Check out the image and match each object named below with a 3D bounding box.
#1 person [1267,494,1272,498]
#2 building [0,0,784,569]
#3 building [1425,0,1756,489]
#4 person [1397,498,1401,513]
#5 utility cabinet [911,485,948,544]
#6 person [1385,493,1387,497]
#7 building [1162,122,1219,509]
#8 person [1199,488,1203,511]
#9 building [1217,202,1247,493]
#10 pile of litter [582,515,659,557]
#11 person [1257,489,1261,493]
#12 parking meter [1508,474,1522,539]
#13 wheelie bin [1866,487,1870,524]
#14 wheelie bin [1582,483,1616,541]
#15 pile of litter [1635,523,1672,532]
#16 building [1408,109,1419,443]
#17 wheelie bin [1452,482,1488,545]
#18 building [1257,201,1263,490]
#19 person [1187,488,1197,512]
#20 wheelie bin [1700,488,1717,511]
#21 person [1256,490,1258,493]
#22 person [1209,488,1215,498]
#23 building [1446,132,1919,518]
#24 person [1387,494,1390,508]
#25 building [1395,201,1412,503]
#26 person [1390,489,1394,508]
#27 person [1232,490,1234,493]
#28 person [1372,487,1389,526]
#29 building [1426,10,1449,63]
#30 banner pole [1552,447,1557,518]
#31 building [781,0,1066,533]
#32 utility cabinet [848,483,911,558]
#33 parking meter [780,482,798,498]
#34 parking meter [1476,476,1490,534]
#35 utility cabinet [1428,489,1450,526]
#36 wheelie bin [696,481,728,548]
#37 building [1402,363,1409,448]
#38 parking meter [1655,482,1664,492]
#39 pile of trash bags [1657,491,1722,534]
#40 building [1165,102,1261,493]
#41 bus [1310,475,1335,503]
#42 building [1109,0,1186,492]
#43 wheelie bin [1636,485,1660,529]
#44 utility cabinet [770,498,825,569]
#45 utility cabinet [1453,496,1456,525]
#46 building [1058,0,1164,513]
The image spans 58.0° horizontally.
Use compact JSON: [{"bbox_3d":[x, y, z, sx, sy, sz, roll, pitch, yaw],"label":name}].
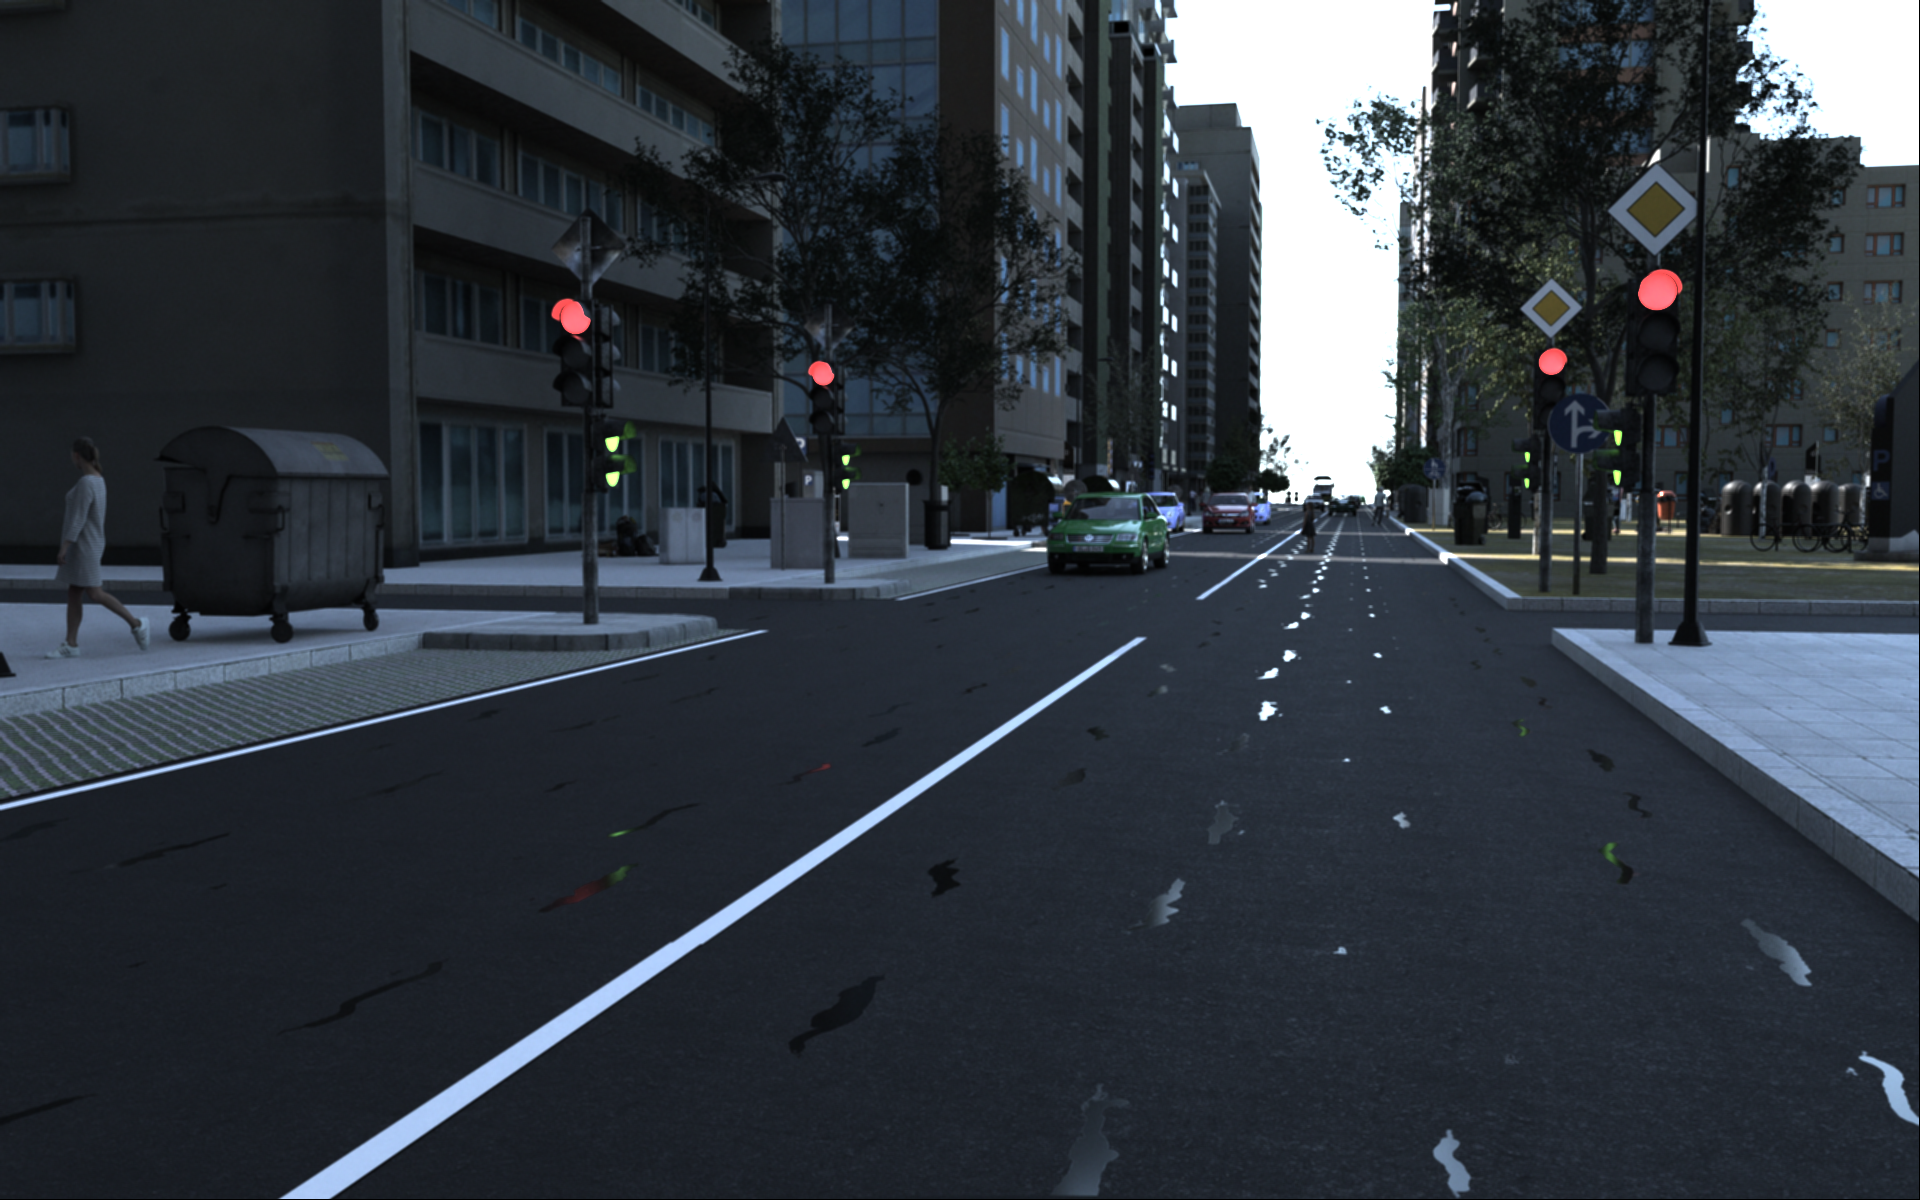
[{"bbox_3d":[44.669,-14.966,251.560,1.217,1.723,0.721,2,4,30],"label":"person"},{"bbox_3d":[-17.799,-25.514,40.859,21.300,48.544,21.600,1,4,13],"label":"building"},{"bbox_3d":[48.219,-29.386,135.078,22.147,44.769,28.867,1,4,13],"label":"building"},{"bbox_3d":[27.713,-6.057,108.296,0.599,1.433,0.991,-3,5,-41],"label":"person"},{"bbox_3d":[-0.851,-2.168,44.122,1.173,1.500,0.318,3,4,36],"label":"utility cabinet"},{"bbox_3d":[48.535,-11.542,197.944,0.628,1.438,0.799,1,4,22],"label":"person"},{"bbox_3d":[6.251,-28.573,159.042,32.217,40.220,23.993,1,4,13],"label":"building"},{"bbox_3d":[18.947,-7.848,135.073,0.721,1.743,1.217,2,4,26],"label":"person"},{"bbox_3d":[16.429,-30.977,198.348,32.217,40.220,23.993,1,4,13],"label":"building"},{"bbox_3d":[-6.978,-1.325,35.636,1.719,0.858,1.176,-1,4,-17],"label":"pile of litter"},{"bbox_3d":[32.935,-11.285,190.686,1.348,1.807,0.705,-2,4,-26],"label":"person"},{"bbox_3d":[15.927,-2.692,49.720,0.255,1.863,0.399,0,4,-4],"label":"parking meter"},{"bbox_3d":[38.450,-3.999,73.285,0.980,1.594,0.693,0,4,-3],"label":"wheelie bin"},{"bbox_3d":[17.591,-2.436,47.734,0.693,1.594,0.980,-1,4,-23],"label":"wheelie bin"},{"bbox_3d":[23.581,-2.744,58.826,1.176,0.858,1.719,1,4,16],"label":"pile of litter"},{"bbox_3d":[55.968,-32.724,185.150,14.600,45.320,14.200,1,4,13],"label":"building"},{"bbox_3d":[12.874,-2.190,43.716,0.693,1.594,0.980,-3,4,-38],"label":"wheelie bin"},{"bbox_3d":[33.792,-33.833,236.767,14.154,41.232,14.086,1,4,13],"label":"building"},{"bbox_3d":[16.804,-7.246,125.460,0.756,1.711,0.436,0,4,-1],"label":"person"},{"bbox_3d":[39.868,-5.169,92.417,0.980,1.594,0.693,-1,4,-18],"label":"wheelie bin"},{"bbox_3d":[35.178,-12.178,205.165,1.348,1.822,0.705,-1,4,-12],"label":"person"},{"bbox_3d":[21.326,-8.656,147.573,1.348,1.824,0.705,0,4,7],"label":"person"},{"bbox_3d":[44.558,-16.025,107.054,27.650,21.520,28.899,1,4,13],"label":"building"},{"bbox_3d":[40.644,-9.438,163.543,0.628,1.438,0.799,1,4,20],"label":"person"},{"bbox_3d":[68.181,-34.160,242.117,14.154,41.232,14.086,1,4,13],"label":"building"},{"bbox_3d":[37.038,-8.634,147.991,0.721,1.735,1.217,1,4,21],"label":"person"},{"bbox_3d":[27.422,-10.258,174.211,0.568,1.767,0.683,0,4,-4],"label":"person"},{"bbox_3d":[19.004,-4.226,78.075,0.782,1.767,0.515,3,4,36],"label":"person"},{"bbox_3d":[49.497,-31.029,157.427,14.600,45.320,14.200,1,4,13],"label":"building"},{"bbox_3d":[31.761,-6.273,92.578,0.401,3.779,0.863,3,4,39],"label":"banner pole"},{"bbox_3d":[-4.025,-25.335,64.344,14.600,45.320,14.200,1,4,13],"label":"building"},{"bbox_3d":[-1.627,-1.580,34.518,1.173,1.500,0.318,1,4,10],"label":"utility cabinet"},{"bbox_3d":[-3.473,-1.638,35.191,0.372,1.533,0.369,0,3,0],"label":"parking meter"},{"bbox_3d":[16.843,-3.065,55.831,0.399,1.863,0.255,0,4,2],"label":"parking meter"},{"bbox_3d":[19.295,-3.736,69.758,0.318,1.500,1.173,-1,4,-14],"label":"utility cabinet"},{"bbox_3d":[-5.946,-2.051,41.438,0.693,1.594,0.980,-1,4,-22],"label":"wheelie bin"},{"bbox_3d":[70.667,-22.894,219.357,27.650,21.520,28.899,1,4,13],"label":"building"},{"bbox_3d":[34.470,-4.877,85.446,0.255,1.863,0.399,-1,4,-13],"label":"parking meter"},{"bbox_3d":[23.996,-2.792,55.400,3.447,1.369,1.912,0,4,-1],"label":"pile of trash bags"},{"bbox_3d":[26.610,-36.461,219.842,21.300,48.544,21.600,1,4,13],"label":"building"},{"bbox_3d":[47.226,-14.268,224.825,2.896,3.916,12.252,1,4,14],"label":"bus"},{"bbox_3d":[4.463,-31.252,130.587,23.786,49.044,30.456,1,4,13],"label":"building"},{"bbox_3d":[24.707,-3.305,61.951,0.980,1.594,0.693,-1,4,-12],"label":"wheelie bin"},{"bbox_3d":[-2.738,-1.138,29.774,1.020,1.237,0.306,1,4,20],"label":"utility cabinet"},{"bbox_3d":[21.078,-3.726,72.089,1.020,1.237,0.306,0,4,5],"label":"utility cabinet"},{"bbox_3d":[4.890,-20.568,107.983,14.160,30.474,14.107,1,4,13],"label":"building"}]
